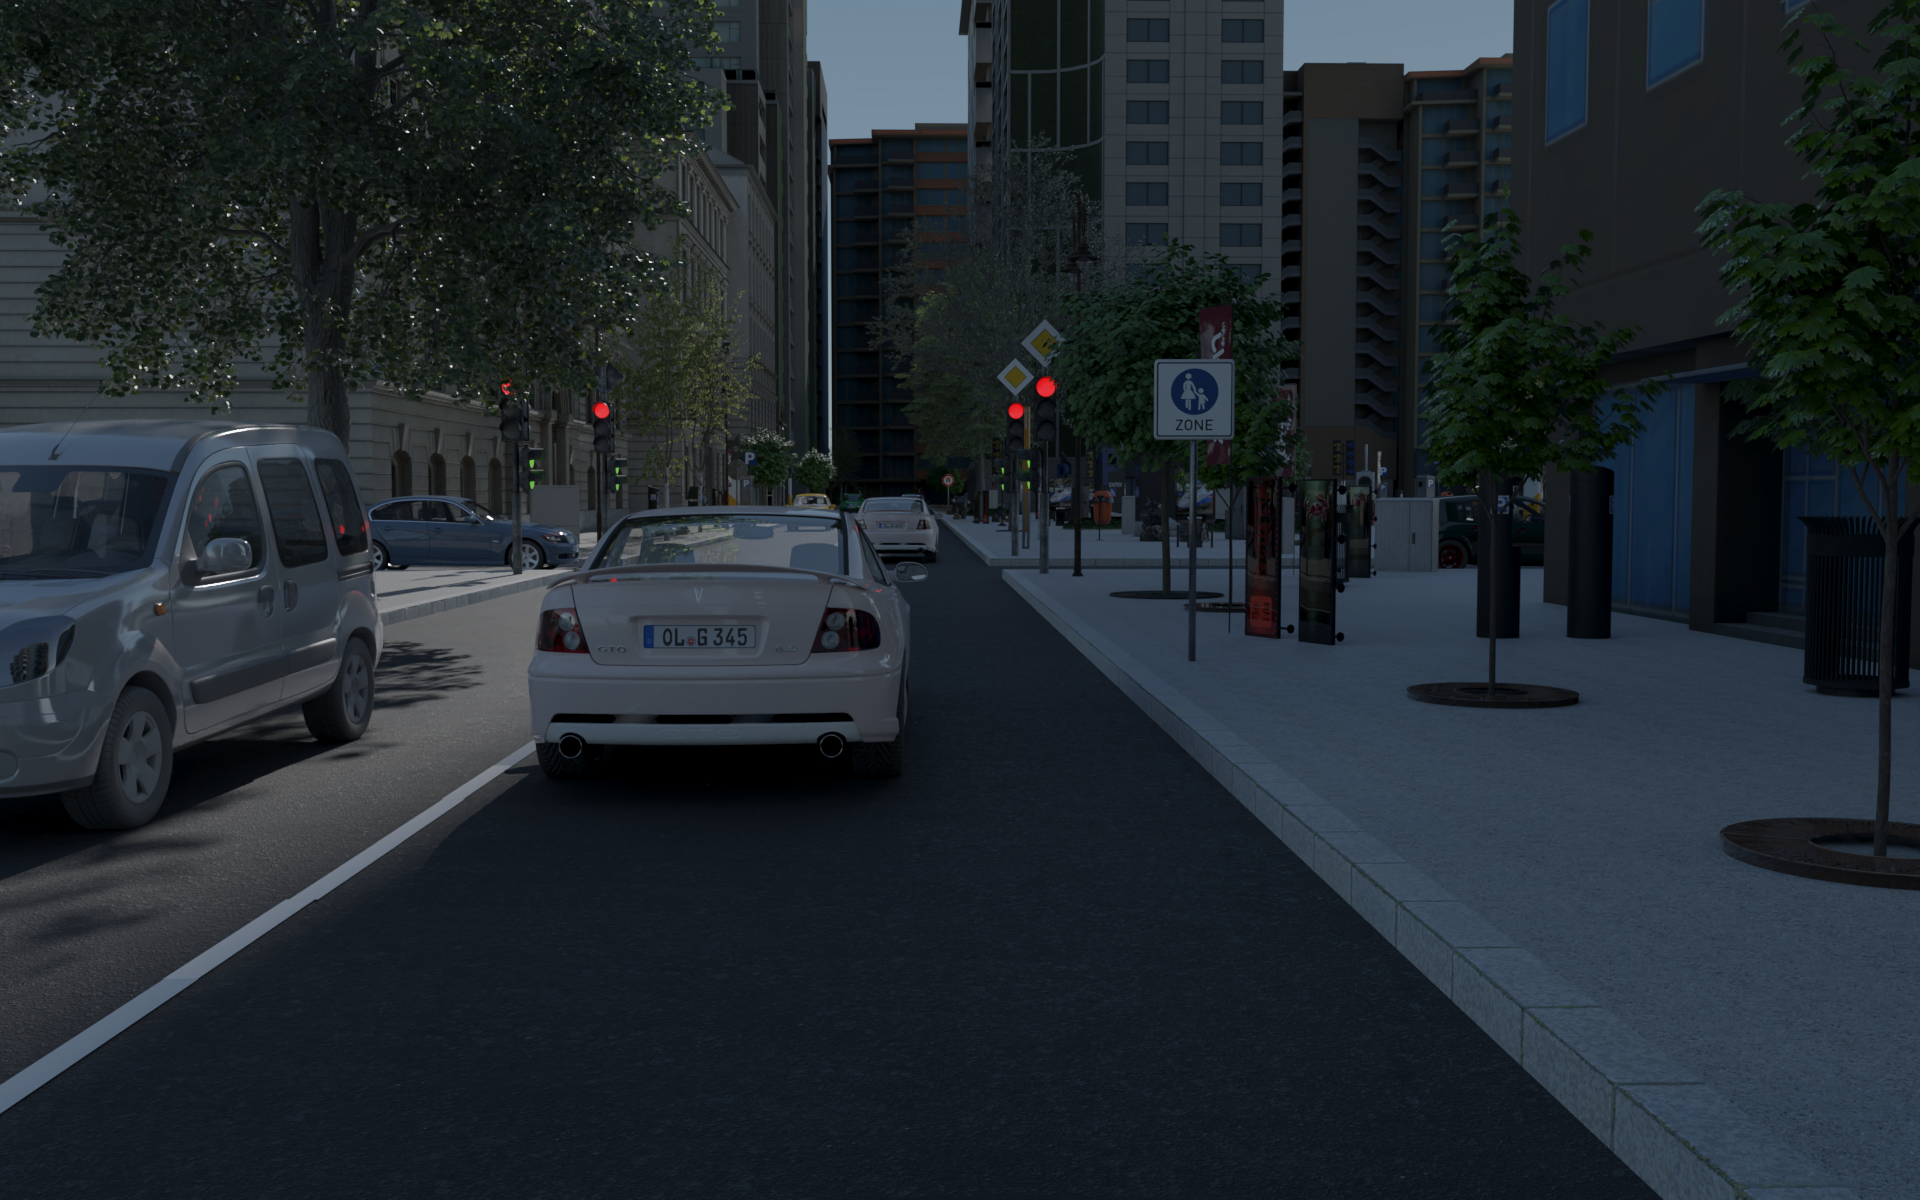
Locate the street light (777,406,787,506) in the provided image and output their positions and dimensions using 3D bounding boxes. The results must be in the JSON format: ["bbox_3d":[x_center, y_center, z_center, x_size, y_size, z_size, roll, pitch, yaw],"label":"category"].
[{"bbox_3d":[-9.176,-7.130,89.369,0.468,5.910,1.993,0,4,-2],"label":"street light"}]

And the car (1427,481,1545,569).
[{"bbox_3d":[9.995,-1.313,31.252,4.222,1.686,2.009,0,3,0],"label":"car"}]

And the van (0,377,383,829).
[{"bbox_3d":[-4.324,-0.104,8.712,2.013,2.044,4.112,0,4,0],"label":"van"}]

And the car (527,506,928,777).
[{"bbox_3d":[-1.230,0.134,10.163,2.083,1.381,4.827,0,4,-1],"label":"car"}]

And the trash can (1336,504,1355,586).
[{"bbox_3d":[5.113,-0.761,24.094,0.748,1.137,0.748,0,3,0],"label":"trash can"}]

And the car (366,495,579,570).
[{"bbox_3d":[-9.209,-1.190,31.463,4.499,1.417,2.014,0,4,-1],"label":"car"}]

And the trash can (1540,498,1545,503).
[{"bbox_3d":[34.565,-5.618,103.512,0.748,1.137,0.748,0,3,0],"label":"trash can"}]

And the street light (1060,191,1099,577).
[{"bbox_3d":[1.834,-3.306,26.841,0.468,5.910,1.993,0,4,-2],"label":"street light"}]

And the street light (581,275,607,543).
[{"bbox_3d":[-7.686,-3.913,36.758,0.468,5.910,1.993,0,4,-2],"label":"street light"}]

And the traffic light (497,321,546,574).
[{"bbox_3d":[-7.066,-2.367,27.624,0.839,4.253,0.868,0,4,-2],"label":"traffic light"}]

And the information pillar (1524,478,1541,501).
[{"bbox_3d":[13.931,-3.109,42.183,0.183,3.616,0.504,-2,4,-26],"label":"information pillar"}]

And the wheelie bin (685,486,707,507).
[{"bbox_3d":[-10.905,-3.902,71.698,0.980,1.594,0.693,1,4,12],"label":"wheelie bin"}]

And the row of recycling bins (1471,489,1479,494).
[{"bbox_3d":[26.983,-4.936,87.820,1.069,1.692,3.534,-1,4,-9],"label":"row of recycling bins"}]

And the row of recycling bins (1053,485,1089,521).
[{"bbox_3d":[5.255,-4.564,81.742,1.069,1.692,3.534,-1,4,-14],"label":"row of recycling bins"}]

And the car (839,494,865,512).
[{"bbox_3d":[-8.031,-7.352,129.008,1.959,1.807,4.718,0,4,-2],"label":"car"}]

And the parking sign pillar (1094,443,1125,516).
[{"bbox_3d":[6.301,-5.165,72.921,1.447,3.967,1.447,-2,4,-33],"label":"parking sign pillar"}]

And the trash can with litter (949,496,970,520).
[{"bbox_3d":[0.043,-4.661,87.592,0.624,1.170,1.055,1,4,22],"label":"trash can with litter"}]

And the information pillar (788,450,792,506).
[{"bbox_3d":[-8.959,-6.112,91.287,0.183,3.616,0.504,0,4,5],"label":"information pillar"}]

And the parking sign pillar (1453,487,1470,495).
[{"bbox_3d":[31.984,-7.460,110.439,1.447,3.967,1.447,-1,4,-15],"label":"parking sign pillar"}]

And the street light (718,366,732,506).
[{"bbox_3d":[-8.433,-5.493,62.602,0.468,5.910,1.993,0,4,-2],"label":"street light"}]

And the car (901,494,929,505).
[{"bbox_3d":[-2.851,-5.593,103.451,2.014,1.417,4.499,0,4,0],"label":"car"}]

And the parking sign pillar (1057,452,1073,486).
[{"bbox_3d":[6.628,-7.392,109.337,1.447,3.967,1.447,-2,4,-28],"label":"parking sign pillar"}]

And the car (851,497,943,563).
[{"bbox_3d":[-1.405,-1.545,37.629,2.083,1.381,4.827,0,4,0],"label":"car"}]

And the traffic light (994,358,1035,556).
[{"bbox_3d":[1.124,-2.870,35.851,0.839,4.253,0.868,0,4,-2],"label":"traffic light"}]

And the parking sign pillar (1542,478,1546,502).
[{"bbox_3d":[30.541,-6.144,88.924,1.447,3.967,1.447,-3,5,-42],"label":"parking sign pillar"}]

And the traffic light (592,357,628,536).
[{"bbox_3d":[-7.284,-2.855,35.606,0.839,4.253,0.868,0,4,-2],"label":"traffic light"}]

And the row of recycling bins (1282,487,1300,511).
[{"bbox_3d":[18.822,-5.840,102.595,3.534,1.692,1.069,0,4,-4],"label":"row of recycling bins"}]

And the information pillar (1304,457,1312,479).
[{"bbox_3d":[21.883,-7.184,108.816,0.504,3.616,0.183,-1,4,-12],"label":"information pillar"}]

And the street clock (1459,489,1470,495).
[{"bbox_3d":[17.107,-3.314,58.749,0.471,2.002,0.358,1,4,22],"label":"street clock"}]

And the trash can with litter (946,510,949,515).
[{"bbox_3d":[-0.506,-5.871,107.370,0.624,1.170,1.055,-3,5,-40],"label":"trash can with litter"}]

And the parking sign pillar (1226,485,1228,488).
[{"bbox_3d":[13.352,-6.249,90.642,1.447,3.967,1.447,-1,4,-12],"label":"parking sign pillar"}]

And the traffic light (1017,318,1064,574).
[{"bbox_3d":[1.342,-2.382,27.869,0.839,4.253,0.868,0,4,-2],"label":"traffic light"}]

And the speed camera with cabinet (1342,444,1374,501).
[{"bbox_3d":[15.438,-4.565,68.976,2.038,3.252,0.660,1,4,17],"label":"speed camera with cabinet"}]

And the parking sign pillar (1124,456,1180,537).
[{"bbox_3d":[5.967,-3.900,52.231,1.447,3.967,1.447,-1,4,-13],"label":"parking sign pillar"}]

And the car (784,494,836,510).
[{"bbox_3d":[-5.900,-3.575,68.669,2.015,1.641,3.980,0,4,0],"label":"car"}]

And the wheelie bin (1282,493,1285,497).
[{"bbox_3d":[18.558,-5.705,101.187,0.693,1.594,0.980,-1,4,-18],"label":"wheelie bin"}]

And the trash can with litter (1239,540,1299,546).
[{"bbox_3d":[8.172,-1.999,43.741,1.678,1.210,2.233,-1,4,-15],"label":"trash can with litter"}]

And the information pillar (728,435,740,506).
[{"bbox_3d":[-8.938,-4.720,68.522,0.504,3.616,0.183,-2,4,-30],"label":"information pillar"}]

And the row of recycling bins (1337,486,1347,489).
[{"bbox_3d":[20.364,-5.158,91.439,1.069,1.692,3.534,-2,4,-35],"label":"row of recycling bins"}]

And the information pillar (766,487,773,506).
[{"bbox_3d":[-9.331,-4.910,84.770,0.304,2.012,0.304,-1,4,-16],"label":"information pillar"}]

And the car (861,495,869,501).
[{"bbox_3d":[-8.962,-8.783,156.182,1.945,1.354,3.894,0,4,-1],"label":"car"}]
